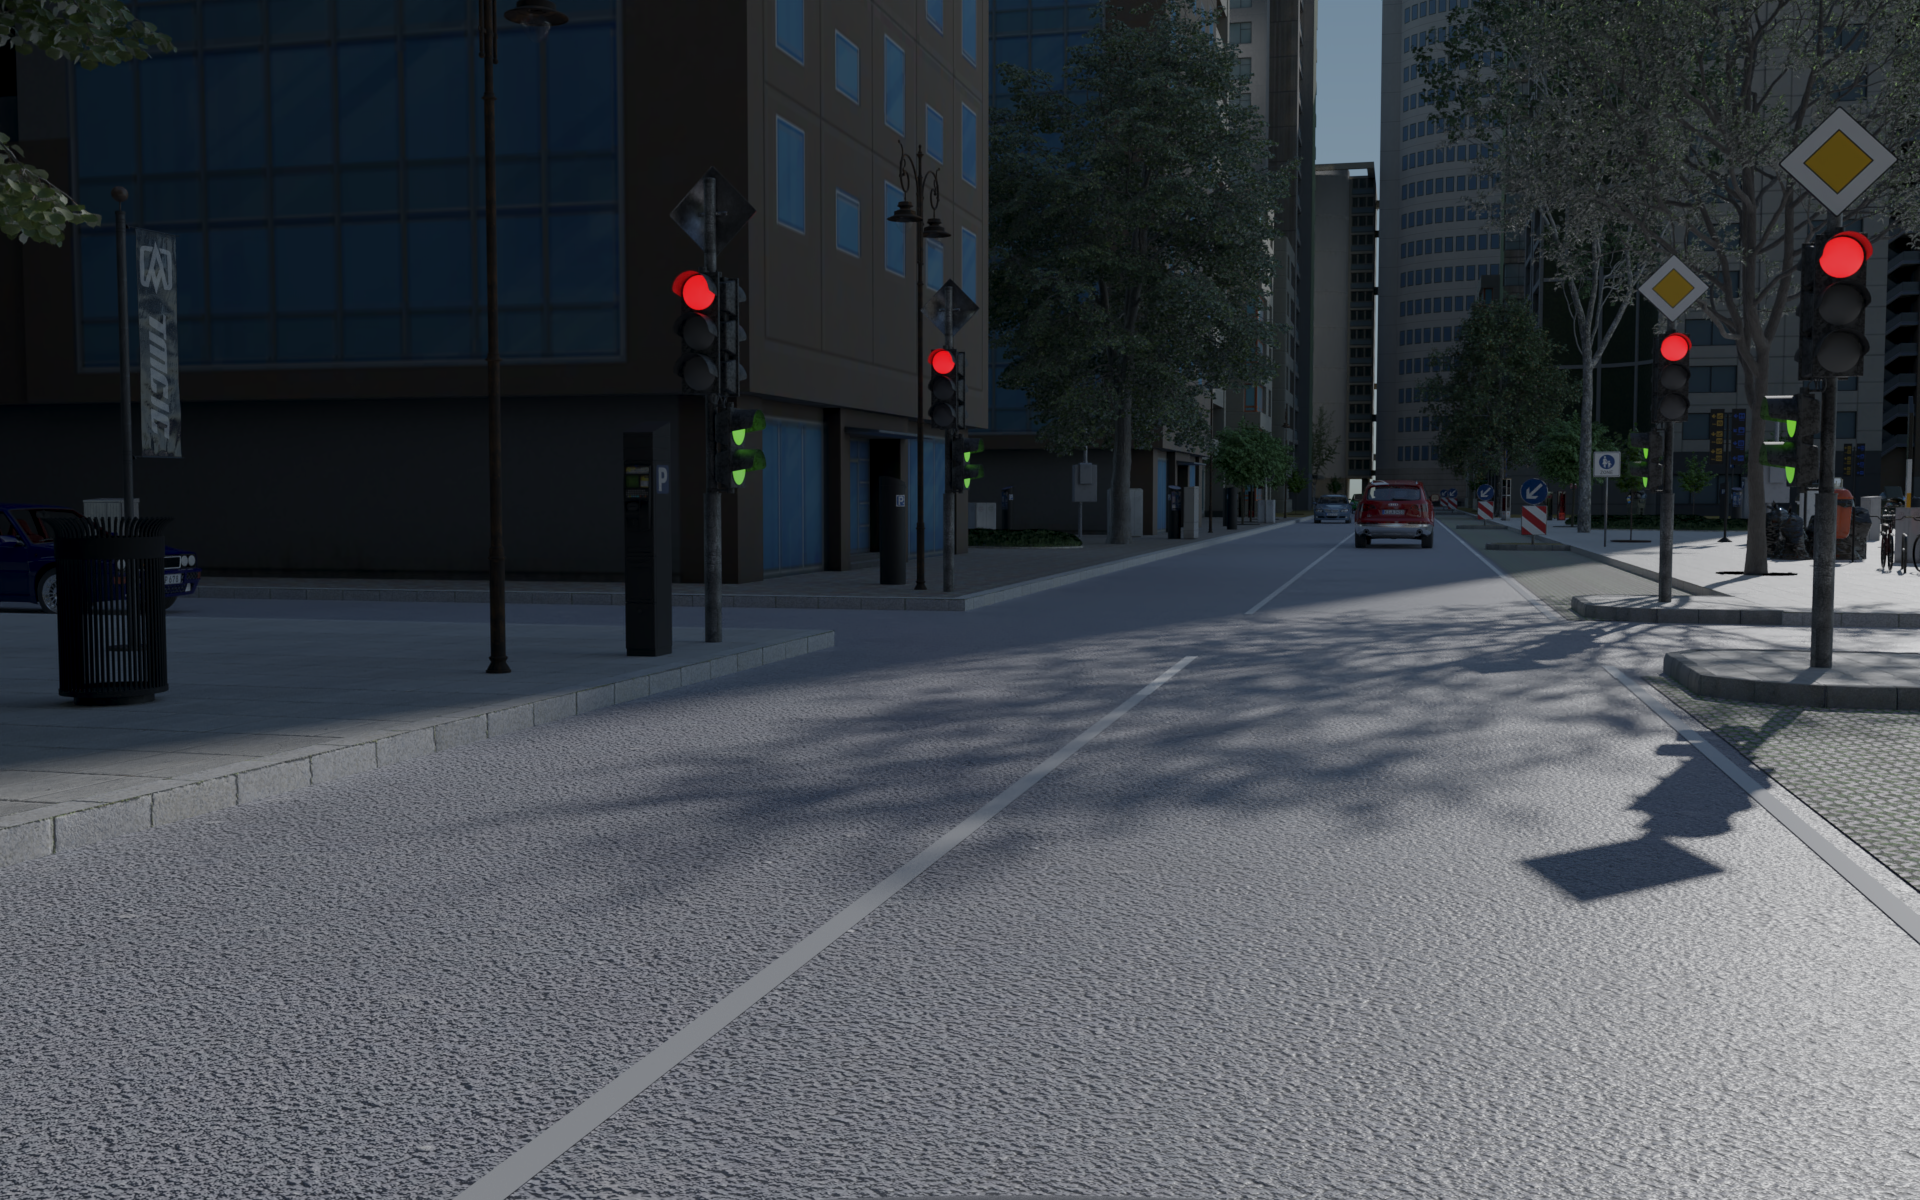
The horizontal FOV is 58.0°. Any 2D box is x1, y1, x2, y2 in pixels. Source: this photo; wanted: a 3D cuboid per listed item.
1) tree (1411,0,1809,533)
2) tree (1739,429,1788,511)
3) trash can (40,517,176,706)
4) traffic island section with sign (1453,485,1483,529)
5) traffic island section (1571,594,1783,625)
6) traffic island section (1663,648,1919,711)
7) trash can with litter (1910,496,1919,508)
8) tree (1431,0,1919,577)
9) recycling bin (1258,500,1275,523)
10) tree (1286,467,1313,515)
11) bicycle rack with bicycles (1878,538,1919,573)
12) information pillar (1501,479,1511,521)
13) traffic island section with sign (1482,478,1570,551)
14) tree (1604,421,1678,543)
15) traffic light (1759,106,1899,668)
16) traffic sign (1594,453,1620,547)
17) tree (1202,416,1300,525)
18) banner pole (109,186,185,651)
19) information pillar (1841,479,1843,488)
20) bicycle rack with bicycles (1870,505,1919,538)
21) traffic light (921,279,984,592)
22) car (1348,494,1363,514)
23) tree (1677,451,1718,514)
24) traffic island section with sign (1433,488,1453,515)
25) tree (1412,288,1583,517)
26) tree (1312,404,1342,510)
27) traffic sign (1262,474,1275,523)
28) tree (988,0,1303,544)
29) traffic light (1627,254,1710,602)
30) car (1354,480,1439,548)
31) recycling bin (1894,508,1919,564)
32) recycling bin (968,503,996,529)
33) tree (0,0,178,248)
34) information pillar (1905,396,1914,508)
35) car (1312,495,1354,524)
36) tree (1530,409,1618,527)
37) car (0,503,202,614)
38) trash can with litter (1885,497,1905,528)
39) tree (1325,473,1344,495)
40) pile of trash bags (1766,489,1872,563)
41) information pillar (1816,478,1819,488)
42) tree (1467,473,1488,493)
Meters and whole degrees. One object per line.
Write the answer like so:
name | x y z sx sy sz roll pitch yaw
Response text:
tree | 21.988 -12.251 56.187 12.611 20.169 13.585 0 3 0
tree | 39.580 -6.138 84.070 4.285 4.588 4.351 0 3 0
trash can | -5.221 0.061 10.660 0.748 1.137 0.748 0 3 0
traffic island section with sign | 21.341 -3.804 70.830 1.989 1.847 2.006 1 4 14
traffic island section | 8.394 0.104 20.573 2.009 0.180 2.903 1 4 14
traffic island section | 6.405 0.578 12.839 2.009 0.180 2.903 1 4 14
trash can with litter | 46.502 -4.522 84.990 2.233 1.210 1.678 3 5 41
tree | 12.586 -7.146 27.207 12.009 13.543 11.850 0 3 0
recycling bin | 13.441 -3.879 75.970 0.722 1.027 0.722 1 4 14
tree | 20.872 -6.938 108.045 1.663 3.219 1.824 0 3 0
bicycle rack with bicycles | 16.303 -0.914 28.325 2.852 0.926 2.925 2 4 28
information pillar | 26.367 -4.839 83.616 0.304 2.012 0.304 -2 4 -29
traffic island section with sign | 14.540 -2.188 44.396 1.989 1.847 2.006 1 4 14
tree | 17.871 -3.141 45.951 1.663 3.219 1.824 0 3 0
traffic light | 6.369 -1.456 12.734 0.839 4.253 0.868 1 4 14
traffic sign | 15.641 -2.435 41.934 0.606 2.300 0.079 1 4 20
tree | 11.792 -5.423 72.380 4.285 4.588 4.351 0 3 0
banner pole | -6.766 -1.492 14.412 0.401 3.779 0.863 1 4 17
information pillar | 43.653 -4.995 86.152 0.304 2.012 0.304 -1 4 -21
bicycle rack with bicycles | 28.994 -2.567 55.359 2.925 0.926 2.852 -3 5 -44
traffic light | -0.132 -2.062 22.627 0.839 4.253 0.868 1 4 14
car | 29.674 -7.282 127.854 1.959 1.807 4.718 1 4 13
tree | 32.484 -5.029 76.820 1.663 3.219 1.824 0 3 0
traffic island section with sign | 33.904 -6.792 119.672 1.989 1.847 2.006 1 4 14
tree | 30.308 -11.005 96.943 9.611 12.733 9.660 0 3 0
tree | 29.082 -11.709 141.808 4.737 8.622 4.395 0 3 0
traffic sign | 13.315 -4.610 75.474 0.768 2.556 0.104 1 4 19
tree | 4.139 -8.422 44.351 9.857 13.997 8.962 0 3 0
traffic light | 8.358 -1.930 20.468 0.839 4.253 0.868 1 4 14
car | 11.931 -2.370 47.421 2.281 1.827 5.304 1 4 16
recycling bin | 17.980 -1.207 32.287 0.722 1.027 0.722 -1 4 -15
recycling bin | 0.566 -2.301 50.182 0.722 1.027 0.722 -2 4 -31
tree | -6.041 -5.369 5.914 7.486 12.596 7.792 0 3 0
information pillar | 22.712 -3.064 41.454 0.183 3.616 0.504 2 4 25
car | 18.466 -4.507 85.685 2.014 1.417 4.499 1 4 14
tree | 23.747 -5.094 66.997 4.285 4.588 4.351 0 3 0
car | -11.224 -0.501 20.774 3.894 1.354 1.945 1 4 13
trash can with litter | 35.379 -3.294 65.239 1.055 1.170 0.624 -2 4 -35
tree | 34.209 -10.025 158.505 1.663 3.219 1.824 0 3 0
pile of trash bags | 16.808 -1.476 33.884 1.912 1.369 3.447 1 4 12
information pillar | 38.792 -4.502 78.094 0.304 2.012 0.304 0 4 1
tree | 38.214 -8.156 127.945 1.663 3.219 1.824 0 3 0
